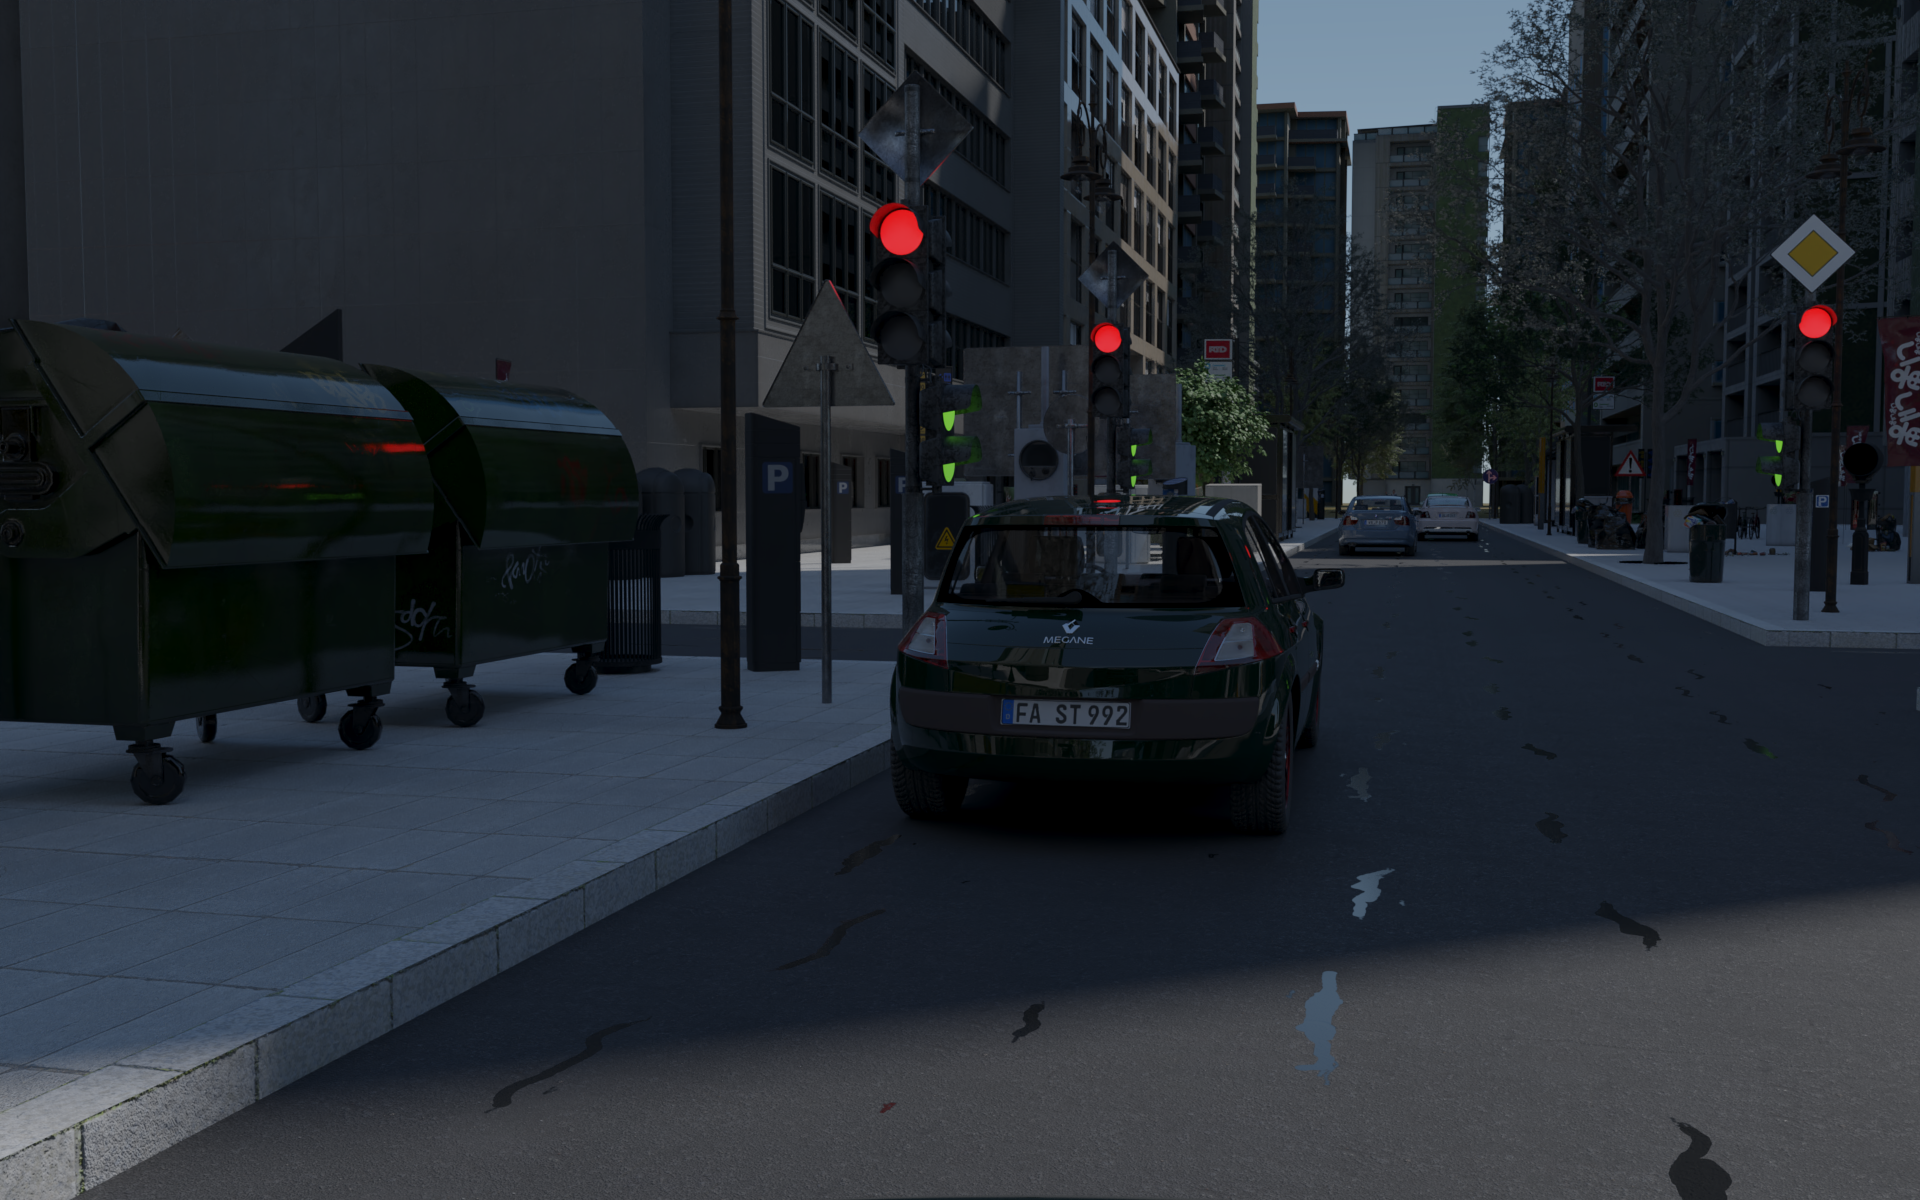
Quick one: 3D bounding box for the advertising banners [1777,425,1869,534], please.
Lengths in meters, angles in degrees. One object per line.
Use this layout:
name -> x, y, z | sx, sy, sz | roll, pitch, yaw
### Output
advertising banners -> 22.152, -2.954, 44.493 | 2.074, 3.025, 0.090 | 2, 4, 29

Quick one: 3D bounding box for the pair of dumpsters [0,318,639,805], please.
pair of dumpsters -> -3.323, -0.407, 9.152 | 1.574, 2.255, 4.437 | 1, 4, 15

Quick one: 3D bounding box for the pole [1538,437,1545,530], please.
pole -> 20.921, -4.187, 62.300 | 0.158, 3.312, 0.155 | 0, 3, 0

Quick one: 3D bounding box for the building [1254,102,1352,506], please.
building -> 28.967, -33.080, 195.475 | 28.867, 44.769, 22.147 | 1, 4, 14

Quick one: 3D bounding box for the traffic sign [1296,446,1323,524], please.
traffic sign -> 14.231, -4.860, 73.335 | 2.265, 3.308, 0.079 | 2, 4, 24

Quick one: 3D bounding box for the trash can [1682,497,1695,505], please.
trash can -> 33.687, -4.199, 80.312 | 0.748, 1.137, 0.748 | 0, 3, 0

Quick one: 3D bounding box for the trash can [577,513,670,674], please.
trash can -> -2.466, -0.053, 12.516 | 0.748, 1.137, 0.748 | 0, 3, 0

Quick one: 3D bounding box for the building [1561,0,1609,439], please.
building -> 58.295, -30.235, 144.450 | 14.600, 45.320, 14.200 | 1, 4, 14

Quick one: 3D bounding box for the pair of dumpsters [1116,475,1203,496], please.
pair of dumpsters -> 3.931, -1.998, 35.154 | 1.574, 2.255, 4.437 | 1, 4, 14

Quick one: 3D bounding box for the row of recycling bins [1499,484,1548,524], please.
row of recycling bins -> 24.673, -4.181, 75.475 | 3.534, 1.692, 1.069 | -3, 5, -44

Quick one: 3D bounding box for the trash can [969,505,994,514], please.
trash can -> 0.486, -0.619, 21.776 | 0.748, 1.137, 0.748 | 0, 3, 0

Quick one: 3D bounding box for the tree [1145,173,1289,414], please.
tree -> 12.516, -9.493, 65.579 | 12.009, 13.543, 11.850 | 0, 3, 0

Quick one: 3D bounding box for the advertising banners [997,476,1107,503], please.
advertising banners -> 1.631, -1.945, 27.992 | 2.074, 3.025, 0.090 | 1, 4, 10

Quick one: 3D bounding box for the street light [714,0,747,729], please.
street light -> -1.260, -2.236, 9.347 | 0.468, 5.910, 1.993 | 1, 4, 14

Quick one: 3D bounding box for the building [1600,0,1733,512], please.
building -> 48.183, -28.868, 95.688 | 21.300, 48.544, 21.600 | 1, 4, 14

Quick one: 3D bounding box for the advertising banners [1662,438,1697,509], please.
advertising banners -> 22.949, -3.620, 55.372 | 0.090, 3.025, 2.074 | 0, 4, -7

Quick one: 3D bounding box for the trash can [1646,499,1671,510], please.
trash can -> 21.501, -2.549, 53.336 | 0.748, 1.137, 0.748 | 0, 3, 0

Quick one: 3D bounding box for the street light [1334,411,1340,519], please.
street light -> 19.575, -7.164, 89.912 | 0.468, 5.910, 1.993 | 1, 4, 14

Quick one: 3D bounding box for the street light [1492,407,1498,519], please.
street light -> 27.679, -7.135, 89.444 | 0.468, 5.910, 1.993 | 1, 4, 14

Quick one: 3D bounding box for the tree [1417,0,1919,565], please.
tree -> 12.911, -7.406, 31.452 | 12.009, 13.543, 11.850 | 0, 3, 0

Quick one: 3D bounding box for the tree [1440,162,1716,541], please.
tree -> 16.528, -6.867, 46.694 | 7.601, 10.594, 8.767 | 1, 4, 21

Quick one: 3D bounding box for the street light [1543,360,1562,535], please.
street light -> 18.326, -4.948, 53.694 | 0.468, 5.910, 1.993 | 1, 4, 14

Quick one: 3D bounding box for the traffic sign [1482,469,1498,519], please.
traffic sign -> 26.744, -5.338, 87.378 | 0.768, 2.556, 0.104 | 1, 4, 19

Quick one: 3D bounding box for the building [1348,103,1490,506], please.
building -> 49.117, -30.739, 186.174 | 14.086, 41.232, 14.154 | 1, 4, 14

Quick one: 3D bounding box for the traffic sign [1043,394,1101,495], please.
traffic sign -> 1.411, -1.348, 22.143 | 0.768, 2.556, 0.104 | 1, 4, 22

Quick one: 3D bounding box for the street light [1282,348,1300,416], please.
street light -> 10.504, -5.030, 55.024 | 0.468, 5.910, 1.993 | 1, 4, 14

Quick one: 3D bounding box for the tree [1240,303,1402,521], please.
tree -> 17.095, -9.146, 83.946 | 8.767, 10.594, 7.601 | 0, 4, 2

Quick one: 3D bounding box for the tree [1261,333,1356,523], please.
tree -> 15.086, -7.719, 76.574 | 4.737, 8.622, 4.395 | 0, 3, 0

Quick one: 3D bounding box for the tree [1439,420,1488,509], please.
tree -> 43.415, -12.121, 148.532 | 4.360, 8.622, 3.978 | 0, 3, 0

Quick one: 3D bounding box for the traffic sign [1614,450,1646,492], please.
traffic sign -> 19.822, -3.135, 51.259 | 0.884, 2.594, 0.081 | 1, 4, 16

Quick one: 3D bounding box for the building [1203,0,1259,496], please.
building -> 14.708, -27.354, 130.827 | 14.154, 41.232, 14.086 | 1, 4, 14

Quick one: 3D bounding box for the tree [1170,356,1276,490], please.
tree -> 5.732, -3.494, 40.837 | 4.285, 4.588, 4.351 | 0, 3, 0

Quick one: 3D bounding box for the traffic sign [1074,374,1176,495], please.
traffic sign -> 2.545, -2.185, 29.602 | 2.265, 3.308, 0.079 | 1, 4, 15

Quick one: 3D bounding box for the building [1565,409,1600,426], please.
building -> 55.909, -49.390, 120.201 | 22.319, 86.520, 31.000 | 1, 4, 14

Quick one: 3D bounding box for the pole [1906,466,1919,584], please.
pole -> 13.645, -1.884, 24.654 | 0.158, 3.312, 0.155 | 0, 3, 0

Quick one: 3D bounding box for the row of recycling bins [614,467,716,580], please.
row of recycling bins -> -4.997, -1.187, 26.529 | 1.069, 1.692, 3.534 | 2, 4, 32

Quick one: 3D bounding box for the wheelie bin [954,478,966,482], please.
wheelie bin -> -0.235, -1.630, 34.558 | 0.980, 1.594, 0.693 | 0, 4, -7

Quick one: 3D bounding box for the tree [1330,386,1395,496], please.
tree -> 35.628, -14.315, 152.180 | 7.486, 12.596, 7.792 | 0, 3, 0

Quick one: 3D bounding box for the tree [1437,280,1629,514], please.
tree -> 26.838, -9.503, 81.133 | 9.928, 11.665, 9.643 | 0, 3, 0

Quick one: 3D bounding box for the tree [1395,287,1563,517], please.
tree -> 29.277, -10.836, 95.298 | 7.486, 12.596, 7.792 | 0, 3, 0

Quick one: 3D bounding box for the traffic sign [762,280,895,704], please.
traffic sign -> -0.816, -0.645, 10.550 | 0.884, 2.594, 0.081 | 1, 4, 21

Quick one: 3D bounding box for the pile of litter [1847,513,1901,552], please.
pile of litter -> 20.622, -1.538, 39.105 | 1.719, 0.858, 1.176 | -3, 4, -37

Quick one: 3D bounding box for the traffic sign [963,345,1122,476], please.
traffic sign -> 1.113, -1.832, 23.831 | 2.265, 3.308, 0.079 | 1, 4, 19

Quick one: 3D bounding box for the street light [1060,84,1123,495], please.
street light -> 1.528, -2.894, 20.111 | 0.468, 5.910, 1.993 | 1, 4, 14

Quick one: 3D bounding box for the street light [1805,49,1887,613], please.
street light -> 9.446, -2.803, 18.618 | 0.468, 5.910, 1.993 | 1, 4, 14

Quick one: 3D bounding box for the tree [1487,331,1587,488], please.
tree -> 24.254, -7.484, 72.728 | 4.737, 8.622, 4.395 | 0, 3, 0

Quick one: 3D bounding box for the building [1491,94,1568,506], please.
building -> 70.975, -32.428, 184.814 | 28.867, 44.769, 22.147 | 1, 4, 14

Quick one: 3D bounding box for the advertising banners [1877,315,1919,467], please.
advertising banners -> 9.858, -1.245, 16.542 | 2.074, 3.025, 0.090 | 3, 5, 39

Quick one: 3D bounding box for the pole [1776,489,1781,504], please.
pole -> 31.218, -4.415, 66.032 | 0.158, 3.312, 0.155 | 0, 3, 0
